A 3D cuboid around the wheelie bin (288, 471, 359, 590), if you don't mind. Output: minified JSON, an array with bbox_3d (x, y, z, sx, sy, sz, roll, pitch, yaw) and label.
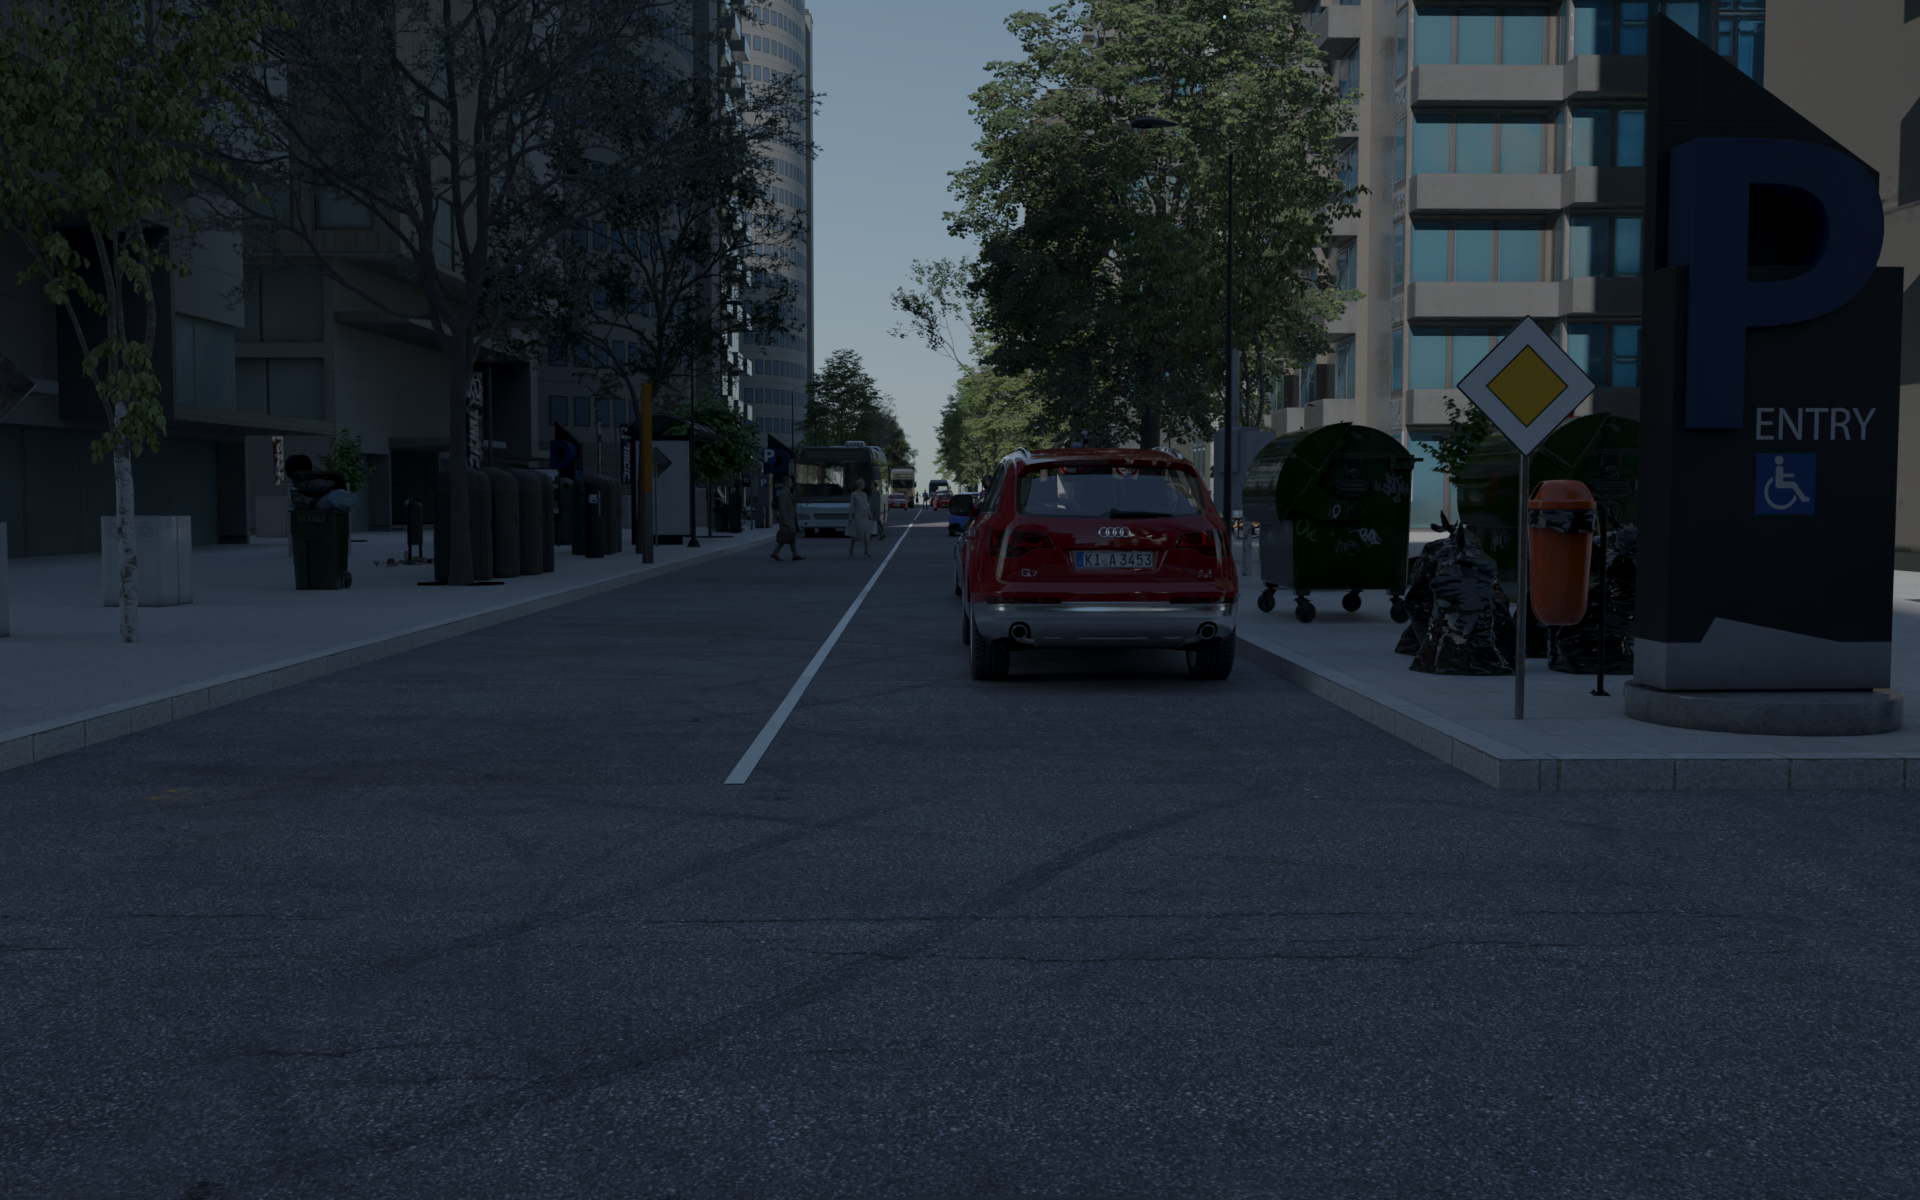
[{"bbox_3d":[-8.584,-0.942,23.308,0.980,1.594,0.693,0,4,-1],"label":"wheelie bin"}]

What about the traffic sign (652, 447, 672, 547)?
[{"bbox_3d":[-7.378,-2.499,42.052,0.795,2.450,0.064,0,4,1],"label":"traffic sign"}]

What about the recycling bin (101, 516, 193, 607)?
[{"bbox_3d":[-9.366,-0.454,19.971,0.722,1.027,0.722,0,4,4],"label":"recycling bin"}]

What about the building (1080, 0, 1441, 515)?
[{"bbox_3d":[21.176,-31.604,136.335,23.786,49.044,30.456,0,4,-1],"label":"building"}]

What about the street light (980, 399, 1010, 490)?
[{"bbox_3d":[1.836,-6.815,83.960,1.470,5.913,1.316,0,4,-1],"label":"street light"}]

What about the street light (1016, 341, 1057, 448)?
[{"bbox_3d":[2.383,-4.906,52.761,1.470,5.913,1.316,0,4,-1],"label":"street light"}]

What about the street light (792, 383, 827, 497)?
[{"bbox_3d":[-6.482,-6.131,72.779,1.470,5.913,1.316,0,4,-1],"label":"street light"}]

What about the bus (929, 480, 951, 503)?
[{"bbox_3d":[-2.705,-14.212,227.218,2.948,3.499,13.247,0,4,0],"label":"bus"}]

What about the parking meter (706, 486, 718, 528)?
[{"bbox_3d":[-9.252,-3.601,64.586,0.399,1.863,0.255,-2,4,-28],"label":"parking meter"}]

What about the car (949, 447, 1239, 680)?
[{"bbox_3d":[1.053,-0.379,14.878,2.281,1.827,5.304,0,4,-1],"label":"car"}]

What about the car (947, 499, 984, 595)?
[{"bbox_3d":[0.855,-0.676,23.059,2.014,1.417,4.499,0,4,-3],"label":"car"}]

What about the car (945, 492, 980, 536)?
[{"bbox_3d":[0.450,-3.076,59.885,1.945,1.707,3.694,0,3,0],"label":"car"}]

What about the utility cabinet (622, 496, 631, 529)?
[{"bbox_3d":[-12.179,-3.260,64.469,0.306,1.237,1.020,2,4,24],"label":"utility cabinet"}]

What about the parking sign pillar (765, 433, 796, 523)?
[{"bbox_3d":[-7.885,-5.366,76.212,1.447,3.967,1.447,1,4,17],"label":"parking sign pillar"}]

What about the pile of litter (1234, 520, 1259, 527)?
[{"bbox_3d":[11.050,-3.176,65.898,1.719,0.858,1.176,3,5,40],"label":"pile of litter"}]

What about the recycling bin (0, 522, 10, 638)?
[{"bbox_3d":[-8.954,-0.167,15.292,0.722,1.027,0.722,1,4,11],"label":"recycling bin"}]

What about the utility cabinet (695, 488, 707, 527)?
[{"bbox_3d":[-10.035,-3.605,67.616,0.318,1.500,1.173,3,5,40],"label":"utility cabinet"}]

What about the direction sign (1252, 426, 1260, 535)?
[{"bbox_3d":[9.094,-3.791,53.972,0.379,3.537,0.876,-1,4,-22],"label":"direction sign"}]

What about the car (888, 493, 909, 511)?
[{"bbox_3d":[-5.423,-8.549,148.809,2.155,1.783,4.494,0,4,-2],"label":"car"}]

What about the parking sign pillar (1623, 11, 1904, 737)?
[{"bbox_3d":[4.555,-1.302,9.752,1.447,3.967,1.447,0,4,-3],"label":"parking sign pillar"}]

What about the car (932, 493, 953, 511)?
[{"bbox_3d":[-1.316,-8.362,145.751,2.155,1.783,4.494,0,4,-2],"label":"car"}]

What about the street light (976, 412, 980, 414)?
[{"bbox_3d":[1.623,-7.688,98.237,1.470,5.913,1.316,0,4,-1],"label":"street light"}]

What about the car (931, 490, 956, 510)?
[{"bbox_3d":[-1.431,-8.991,155.671,2.281,1.827,5.304,0,4,-1],"label":"car"}]

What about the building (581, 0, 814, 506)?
[{"bbox_3d":[-27.466,-39.603,189.506,21.231,58.520,28.212,0,4,-1],"label":"building"}]

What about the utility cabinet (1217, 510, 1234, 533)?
[{"bbox_3d":[8.637,-2.776,56.549,0.306,1.237,1.020,2,4,30],"label":"utility cabinet"}]

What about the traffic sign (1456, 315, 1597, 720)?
[{"bbox_3d":[3.185,-0.377,9.810,0.795,2.450,0.064,0,4,-1],"label":"traffic sign"}]

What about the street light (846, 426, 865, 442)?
[{"bbox_3d":[-7.191,-8.906,118.151,1.470,5.913,1.316,0,4,-1],"label":"street light"}]

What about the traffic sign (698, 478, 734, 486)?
[{"bbox_3d":[-8.390,-3.774,55.579,2.265,3.308,0.079,0,4,6],"label":"traffic sign"}]

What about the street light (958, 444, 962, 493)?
[{"bbox_3d":[0.589,-11.535,161.144,1.470,5.913,1.316,0,4,-1],"label":"street light"}]

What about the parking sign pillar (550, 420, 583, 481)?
[{"bbox_3d":[-14.171,-4.518,62.349,1.447,3.967,1.447,2,4,34],"label":"parking sign pillar"}]

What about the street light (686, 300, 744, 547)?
[{"bbox_3d":[-5.880,-4.223,41.581,1.470,5.913,1.316,0,4,-1],"label":"street light"}]

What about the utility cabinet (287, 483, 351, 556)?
[{"bbox_3d":[-13.143,-1.641,35.515,1.173,1.500,0.318,0,4,-2],"label":"utility cabinet"}]

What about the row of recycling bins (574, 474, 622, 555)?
[{"bbox_3d":[-7.930,-1.885,37.933,1.069,1.692,3.534,-1,4,-8],"label":"row of recycling bins"}]

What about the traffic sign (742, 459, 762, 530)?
[{"bbox_3d":[-7.452,-3.780,61.902,0.768,2.556,0.104,1,4,8],"label":"traffic sign"}]

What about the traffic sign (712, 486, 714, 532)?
[{"bbox_3d":[-8.348,-3.573,58.523,0.768,2.556,0.104,0,4,1],"label":"traffic sign"}]

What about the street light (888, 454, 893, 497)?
[{"bbox_3d":[-8.454,-13.991,201.293,1.470,5.913,1.316,0,4,-1],"label":"street light"}]

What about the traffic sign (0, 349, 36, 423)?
[{"bbox_3d":[-5.558,-0.370,9.691,0.795,2.450,0.064,0,4,-1],"label":"traffic sign"}]

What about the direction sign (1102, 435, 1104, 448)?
[{"bbox_3d":[4.084,-3.518,49.523,0.379,3.537,0.876,0,4,4],"label":"direction sign"}]

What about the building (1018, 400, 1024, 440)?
[{"bbox_3d":[21.847,-23.569,230.396,27.650,21.520,28.899,0,4,-1],"label":"building"}]

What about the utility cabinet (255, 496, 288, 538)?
[{"bbox_3d":[-20.143,-2.428,50.860,1.020,1.237,0.306,1,4,13],"label":"utility cabinet"}]

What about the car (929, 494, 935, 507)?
[{"bbox_3d":[-2.585,-11.685,200.087,2.155,1.783,4.494,0,4,-3],"label":"car"}]

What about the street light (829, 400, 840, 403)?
[{"bbox_3d":[-6.648,-6.943,86.058,1.470,5.913,1.316,0,4,-1],"label":"street light"}]

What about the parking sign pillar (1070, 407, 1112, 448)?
[{"bbox_3d":[4.046,-3.971,53.393,1.447,3.967,1.447,0,4,0],"label":"parking sign pillar"}]

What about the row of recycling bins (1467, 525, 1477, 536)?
[{"bbox_3d":[11.145,-1.649,34.072,1.069,1.692,3.534,-1,4,-16],"label":"row of recycling bins"}]

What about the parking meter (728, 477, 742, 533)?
[{"bbox_3d":[-7.379,-3.128,56.860,0.399,1.863,0.255,1,4,20],"label":"parking meter"}]

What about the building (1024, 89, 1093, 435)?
[{"bbox_3d":[18.792,-35.512,204.316,21.300,48.544,21.600,0,4,-1],"label":"building"}]

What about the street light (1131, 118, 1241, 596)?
[{"bbox_3d":[2.807,-2.998,21.560,1.470,5.913,1.316,0,4,-1],"label":"street light"}]

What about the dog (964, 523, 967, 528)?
[{"bbox_3d":[0.160,-1.321,38.434,0.513,0.831,0.800,1,4,9],"label":"dog"}]

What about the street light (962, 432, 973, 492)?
[{"bbox_3d":[1.120,-9.596,129.437,1.470,5.913,1.316,0,4,-1],"label":"street light"}]

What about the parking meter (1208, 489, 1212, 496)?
[{"bbox_3d":[10.959,-4.177,76.707,0.372,1.533,0.369,0,3,0],"label":"parking meter"}]

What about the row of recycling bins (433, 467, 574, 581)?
[{"bbox_3d":[-7.202,-1.222,27.095,1.069,1.692,3.534,0,4,6],"label":"row of recycling bins"}]

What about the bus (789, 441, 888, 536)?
[{"bbox_3d":[-4.083,-4.088,61.692,2.948,3.499,13.247,0,4,0],"label":"bus"}]

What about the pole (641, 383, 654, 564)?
[{"bbox_3d":[-5.774,-2.330,31.939,0.158,3.312,0.155,0,3,0],"label":"pole"}]

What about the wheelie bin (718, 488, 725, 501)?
[{"bbox_3d":[-11.602,-4.560,82.468,0.693,1.594,0.980,0,4,7],"label":"wheelie bin"}]

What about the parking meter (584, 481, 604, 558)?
[{"bbox_3d":[-7.338,-1.610,34.734,0.372,1.533,0.369,0,3,0],"label":"parking meter"}]

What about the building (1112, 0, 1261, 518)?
[{"bbox_3d":[22.124,-48.432,104.532,22.319,86.520,31.000,0,4,-1],"label":"building"}]
